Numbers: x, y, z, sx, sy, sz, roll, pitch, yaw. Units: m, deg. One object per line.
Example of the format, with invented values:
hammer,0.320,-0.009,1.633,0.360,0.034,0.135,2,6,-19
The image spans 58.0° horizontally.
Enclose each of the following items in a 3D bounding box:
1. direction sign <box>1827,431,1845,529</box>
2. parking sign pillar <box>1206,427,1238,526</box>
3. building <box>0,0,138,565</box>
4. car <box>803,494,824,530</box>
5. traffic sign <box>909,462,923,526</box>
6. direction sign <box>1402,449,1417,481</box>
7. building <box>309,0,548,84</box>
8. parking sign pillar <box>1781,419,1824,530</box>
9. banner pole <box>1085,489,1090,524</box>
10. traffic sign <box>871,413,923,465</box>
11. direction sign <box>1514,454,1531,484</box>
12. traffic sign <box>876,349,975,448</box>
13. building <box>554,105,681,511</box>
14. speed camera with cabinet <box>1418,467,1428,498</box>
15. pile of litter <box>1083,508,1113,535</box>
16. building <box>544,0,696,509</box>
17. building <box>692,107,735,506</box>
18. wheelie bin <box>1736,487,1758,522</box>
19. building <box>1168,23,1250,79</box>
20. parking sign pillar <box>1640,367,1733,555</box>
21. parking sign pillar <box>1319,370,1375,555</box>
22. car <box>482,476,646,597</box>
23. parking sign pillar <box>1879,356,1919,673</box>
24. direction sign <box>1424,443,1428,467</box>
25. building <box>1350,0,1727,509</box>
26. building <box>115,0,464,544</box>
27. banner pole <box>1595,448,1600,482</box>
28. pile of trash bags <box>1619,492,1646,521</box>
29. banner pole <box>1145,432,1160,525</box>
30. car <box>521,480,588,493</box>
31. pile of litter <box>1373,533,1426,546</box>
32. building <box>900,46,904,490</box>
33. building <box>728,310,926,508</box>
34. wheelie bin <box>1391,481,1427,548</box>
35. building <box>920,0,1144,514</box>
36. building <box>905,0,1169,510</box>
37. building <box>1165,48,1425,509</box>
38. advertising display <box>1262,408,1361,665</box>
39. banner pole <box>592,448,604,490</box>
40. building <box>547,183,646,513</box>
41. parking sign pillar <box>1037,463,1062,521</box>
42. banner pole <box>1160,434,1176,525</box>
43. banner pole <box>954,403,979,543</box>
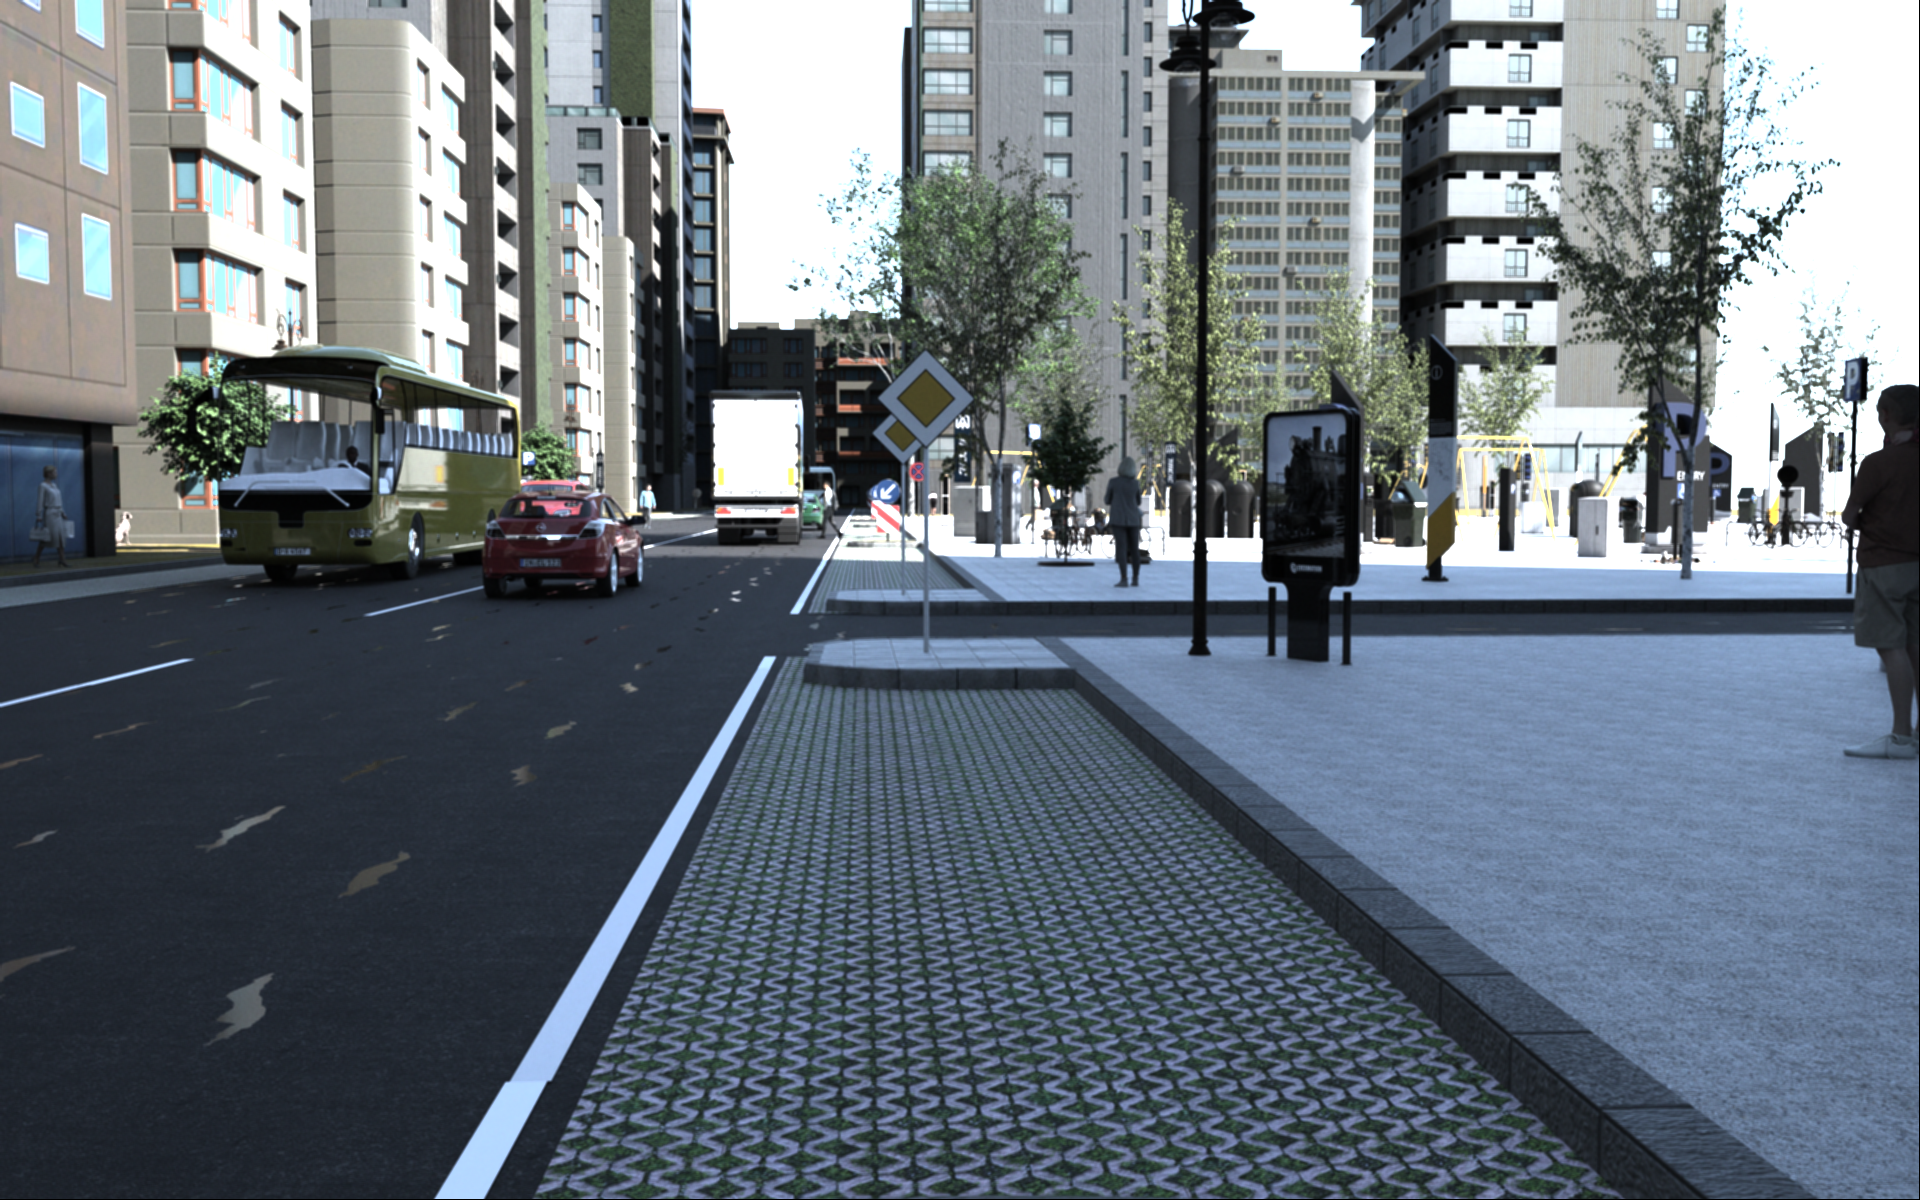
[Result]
direction sign,31.763,-4.334,62.859,0.379,3.537,0.876,0,4,-8
parking sign pillar,10.449,-4.949,69.394,1.447,3.967,1.447,0,4,7
building,-23.671,-23.082,27.509,14.600,45.320,14.200,0,4,-3
car,-6.342,-3.536,69.603,2.131,1.459,4.920,0,4,-3
traffic sign,-1.640,-4.204,68.849,0.768,2.556,0.104,0,4,5
direction sign,22.547,-5.805,86.915,0.876,3.537,0.379,-2,4,-27
building,-28.838,-19.266,86.708,14.160,30.474,14.107,0,4,-3
parking sign pillar,30.522,-4.545,62.783,1.447,3.967,1.447,1,4,10
banner pole,5.282,-5.130,73.896,0.401,3.779,0.863,1,4,20
traffic sign,-0.700,-1.207,21.918,0.795,2.593,0.064,0,4,-3
direction sign,31.551,-6.434,97.186,0.876,3.537,0.379,1,4,17
traffic sign,-0.253,-0.719,13.945,0.795,2.593,0.064,0,4,-3
building,-29.283,-22.059,132.369,14.160,30.474,14.107,0,4,-3
speed camera with cabinet,15.940,-4.034,60.285,0.660,3.252,2.038,-1,4,-20
pile of litter,4.358,-2.450,54.028,1.719,0.858,1.176,2,4,26
building,-38.970,-37.715,158.633,28.212,58.520,21.231,0,4,-3
building,-39.566,-32.749,190.078,28.867,44.769,22.147,0,4,-3
wheelie bin,34.664,-4.184,76.312,0.693,1.594,0.980,-3,4,-38
building,17.979,-37.117,196.103,27.495,52.752,28.713,0,4,-3
parking sign pillar,15.347,-2.968,37.003,1.447,3.967,1.447,-1,4,-17
parking sign pillar,8.140,-2.968,36.993,1.447,3.967,1.447,-1,4,-15
car,-5.773,-1.009,25.535,2.155,1.783,4.494,0,4,-3
parking sign pillar,7.354,-1.451,12.193,1.447,3.967,1.447,0,4,-6
direction sign,20.985,-5.202,77.054,0.876,3.537,0.379,-2,4,-26
building,51.055,-34.893,159.743,27.495,52.752,28.713,0,4,-3
building,-33.592,-12.977,57.221,27.650,21.520,28.899,0,4,-3
banner pole,35.002,-6.430,95.147,0.401,3.779,0.863,0,4,6
pile of trash bags,31.627,-4.327,80.498,1.912,1.369,3.447,0,4,8
banner pole,7.639,-4.896,70.067,0.401,3.779,0.863,-1,4,-16
car,-10.862,-2.270,45.787,2.281,1.827,5.304,0,4,-3
pile of litter,11.145,-1.822,43.753,1.176,0.858,1.719,-1,4,-11
building,1.464,-31.473,164.701,14.600,45.320,14.200,0,4,-3
building,-10.498,-21.434,195.478,28.899,21.520,27.650,0,4,-3
wheelie bin,10.777,-2.064,41.658,0.980,1.594,0.693,-3,5,-44
building,4.304,-26.400,115.237,14.154,41.232,14.086,0,4,-3
building,5.710,-43.317,146.478,20.563,71.187,20.611,0,4,-3
building,25.442,-28.453,157.088,23.993,40.220,32.217,0,4,-3
advertising display,2.692,-0.498,13.350,0.123,1.923,0.974,-2,4,-30
banner pole,-19.581,-6.331,93.534,0.863,3.779,0.401,1,4,18
building,-35.806,-16.216,110.175,27.650,21.520,28.899,0,4,-3
parking sign pillar,4.354,-5.859,84.261,1.447,3.967,1.447,-3,5,-40
banner pole,8.676,-5.054,72.646,0.863,3.779,0.401,1,4,18
banner pole,0.227,-3.404,45.672,0.863,3.779,0.401,-1,4,-14
